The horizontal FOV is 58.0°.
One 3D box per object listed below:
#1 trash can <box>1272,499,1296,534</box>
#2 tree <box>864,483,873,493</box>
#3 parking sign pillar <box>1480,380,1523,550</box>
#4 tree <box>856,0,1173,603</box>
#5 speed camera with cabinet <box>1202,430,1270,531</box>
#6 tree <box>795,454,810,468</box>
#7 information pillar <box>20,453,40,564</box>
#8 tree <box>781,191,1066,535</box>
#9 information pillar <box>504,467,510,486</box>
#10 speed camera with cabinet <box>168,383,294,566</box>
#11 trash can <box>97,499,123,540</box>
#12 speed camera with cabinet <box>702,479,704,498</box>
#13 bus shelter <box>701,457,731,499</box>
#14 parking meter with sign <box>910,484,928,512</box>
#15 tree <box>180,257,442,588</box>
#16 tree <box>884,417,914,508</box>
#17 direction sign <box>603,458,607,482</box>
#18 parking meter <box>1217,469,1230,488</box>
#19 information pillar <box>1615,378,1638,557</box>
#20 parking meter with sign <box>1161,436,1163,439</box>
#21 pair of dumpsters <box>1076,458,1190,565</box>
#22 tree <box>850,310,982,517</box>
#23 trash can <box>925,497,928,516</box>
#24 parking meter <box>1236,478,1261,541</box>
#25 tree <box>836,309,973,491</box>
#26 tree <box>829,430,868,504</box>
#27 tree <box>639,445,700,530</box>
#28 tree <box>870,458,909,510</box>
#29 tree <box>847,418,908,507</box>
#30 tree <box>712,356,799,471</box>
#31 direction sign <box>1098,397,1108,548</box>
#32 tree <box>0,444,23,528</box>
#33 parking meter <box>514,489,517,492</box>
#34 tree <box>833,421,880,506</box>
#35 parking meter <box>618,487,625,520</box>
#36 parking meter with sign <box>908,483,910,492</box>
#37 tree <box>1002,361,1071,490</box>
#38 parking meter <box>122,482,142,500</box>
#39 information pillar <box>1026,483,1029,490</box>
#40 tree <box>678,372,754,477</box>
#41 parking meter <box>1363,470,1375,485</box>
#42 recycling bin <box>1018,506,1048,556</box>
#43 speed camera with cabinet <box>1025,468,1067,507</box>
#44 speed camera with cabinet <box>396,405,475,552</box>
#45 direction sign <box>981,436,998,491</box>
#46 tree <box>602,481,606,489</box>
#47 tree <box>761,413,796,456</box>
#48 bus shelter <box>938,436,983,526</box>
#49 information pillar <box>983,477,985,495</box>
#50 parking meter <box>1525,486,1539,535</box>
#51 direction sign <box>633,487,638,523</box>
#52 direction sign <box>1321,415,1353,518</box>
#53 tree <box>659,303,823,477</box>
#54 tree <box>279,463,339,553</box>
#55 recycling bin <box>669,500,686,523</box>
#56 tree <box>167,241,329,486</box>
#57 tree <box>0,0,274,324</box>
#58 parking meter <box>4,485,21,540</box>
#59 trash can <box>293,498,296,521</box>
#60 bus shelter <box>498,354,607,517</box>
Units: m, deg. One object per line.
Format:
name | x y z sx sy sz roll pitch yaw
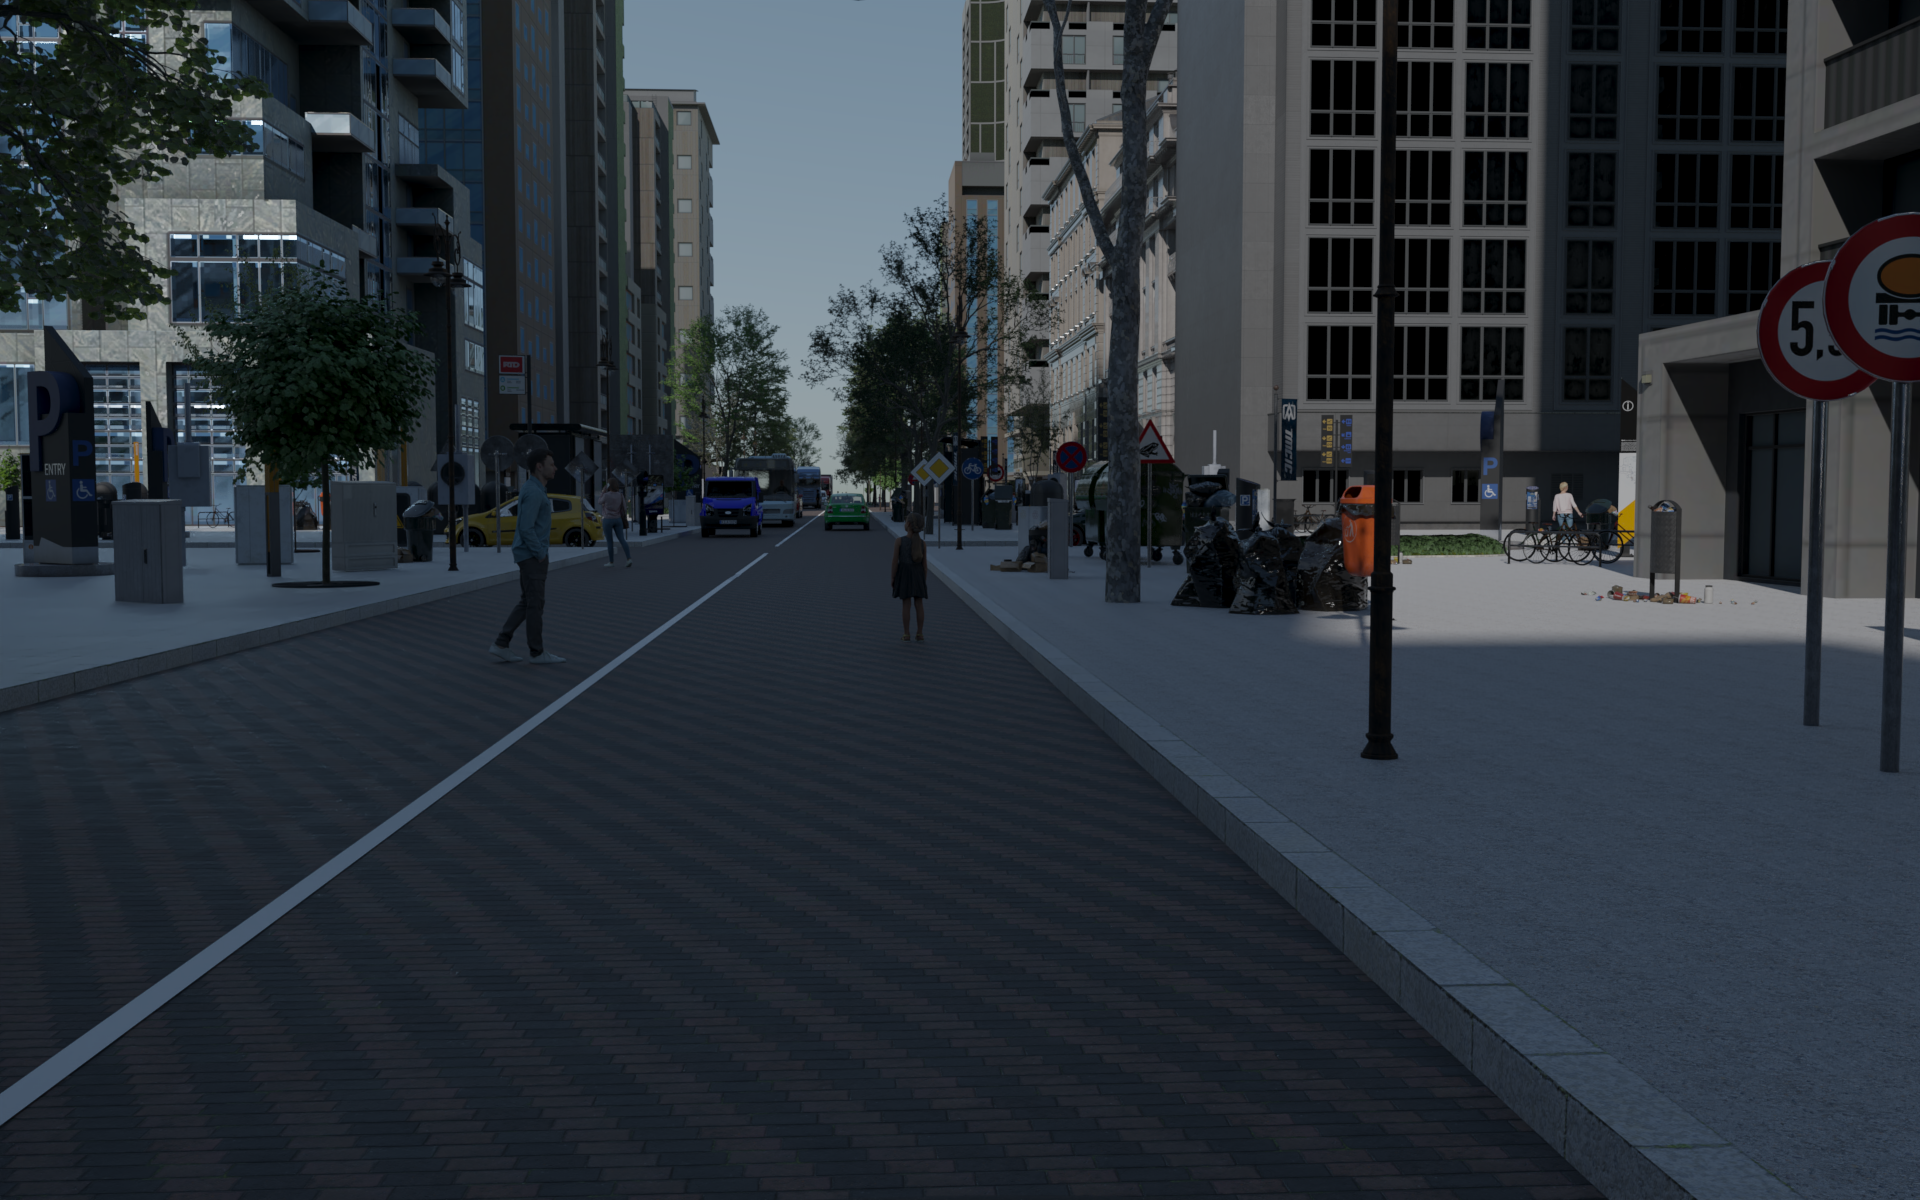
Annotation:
trash can | 9.884 -2.519 52.847 0.748 1.137 0.748 0 3 0
tree | -14.759 -17.481 280.417 1.663 3.219 1.824 0 3 0
parking sign pillar | 12.384 -3.170 40.302 1.447 3.967 1.447 1 4 21
tree | 2.958 -10.102 21.057 12.611 20.169 13.585 0 3 0
speed camera with cabinet | 8.597 -3.651 54.023 2.038 3.252 0.660 0 4 0
tree | -25.720 -20.216 280.893 4.737 8.622 4.395 0 3 0
information pillar | -16.649 -1.631 31.157 0.304 2.012 0.304 0 4 3
tree | -1.000 -7.339 54.401 8.767 10.594 7.601 0 4 -1
information pillar | -22.511 -5.799 86.176 0.183 3.616 0.504 1 4 12
speed camera with cabinet | -13.166 -2.262 31.314 2.038 3.252 0.660 -1 4 -20
trash can | -23.814 -2.256 48.533 0.748 1.137 0.748 0 3 0
speed camera with cabinet | -14.321 -6.422 99.332 2.038 3.252 0.660 0 4 -7
bus shelter | -15.966 -7.446 113.031 1.731 3.624 6.357 0 4 -4
parking meter with sign | -2.067 -6.850 108.262 1.738 3.016 0.543 1 4 10
tree | -8.963 -2.472 24.132 4.285 4.588 4.351 0 3 0
tree | -5.982 -12.451 153.936 4.360 8.622 3.978 0 3 0
direction sign | -22.239 -7.194 109.626 0.379 3.537 0.876 3 5 41
parking meter | 6.000 -2.067 39.512 0.255 1.863 0.399 1 4 15
information pillar | 13.571 -2.671 35.022 0.504 3.616 0.183 2 4 26
parking meter with sign | 5.155 -3.385 51.604 1.738 3.016 0.543 -2 4 -29
pair of dumpsters | 3.281 -1.878 33.204 1.574 2.255 4.437 0 4 -4
tree | -2.567 -10.489 97.258 9.928 11.665 9.643 0 3 0
trash can | -2.188 -5.404 100.011 0.748 1.137 0.748 0 3 0
parking meter | 4.424 -1.113 26.614 0.372 1.533 0.369 0 3 0
tree | -3.779 -12.723 114.683 9.857 13.997 8.962 0 3 0
tree | -12.642 -19.881 235.416 12.009 13.543 11.850 0 3 0
tree | -11.120 -4.413 66.752 1.663 3.219 1.824 0 3 0
tree | -5.613 -9.570 140.189 4.285 4.588 4.351 0 3 0
tree | -8.027 -15.728 175.286 7.486 12.596 7.792 0 3 0
tree | -17.017 -13.716 142.381 7.486 12.596 7.792 0 3 0
direction sign | 3.544 -2.979 40.705 0.876 3.537 0.379 -3 5 -42
tree | -36.608 -4.426 66.965 1.663 3.219 1.824 0 3 0
parking meter | -22.283 -4.830 87.384 0.372 1.533 0.369 0 3 0
tree | -9.309 -16.767 191.151 9.611 12.733 9.660 0 3 0
parking meter | -15.676 -4.564 80.329 0.399 1.863 0.255 1 4 18
parking meter with sign | -3.769 -7.811 123.964 1.738 3.016 0.543 0 4 4
tree | 4.143 -8.956 96.799 4.360 8.622 3.978 0 3 0
parking meter | -17.805 -1.765 37.271 0.372 1.533 0.369 0 3 0
information pillar | 4.501 -6.954 118.195 0.304 2.012 0.304 2 4 25
tree | -14.666 -9.362 103.429 4.360 8.622 3.978 0 3 0
parking meter | 9.894 -2.205 41.768 0.255 1.863 0.399 0 4 -4
recycling bin | 1.676 -1.402 35.471 0.722 1.027 0.722 -3 5 -41
speed camera with cabinet | 3.697 -4.975 75.683 2.038 3.252 0.660 3 5 39
speed camera with cabinet | -11.790 -2.680 38.160 2.038 3.252 0.660 0 4 0
direction sign | 1.149 -4.647 67.981 0.876 3.537 0.379 -3 5 -40
tree | -22.422 -7.177 111.940 1.663 3.219 1.824 0 3 0
tree | -16.402 -12.281 151.149 4.360 8.622 3.978 0 3 0
bus shelter | -0.015 -4.993 72.922 1.731 3.624 6.357 0 4 -4
information pillar | 0.937 -4.302 74.825 0.304 2.012 0.304 0 4 4
parking meter | 17.865 -2.794 54.094 0.372 1.533 0.369 0 3 0
direction sign | -14.564 -5.228 77.481 0.379 3.537 0.876 3 5 43
direction sign | 10.760 -3.519 49.539 0.876 3.537 0.379 0 4 4
tree | -12.641 -10.280 93.830 9.928 11.665 9.643 0 3 0
tree | -14.618 -2.650 37.925 1.663 3.219 1.824 0 3 0
recycling bin | -12.482 -3.926 76.744 0.722 1.027 0.722 -1 4 -22
tree | -20.038 -6.079 49.760 4.737 8.622 4.395 0 3 0
tree | -8.363 -5.642 10.378 7.486 12.596 7.792 0 3 0
parking meter | -26.752 -2.475 48.885 0.372 1.533 0.369 0 3 0
trash can | -22.145 -2.764 56.839 0.748 1.137 0.748 0 3 0
bus shelter | -12.362 -4.589 52.658 2.179 5.291 8.768 0 4 -4
